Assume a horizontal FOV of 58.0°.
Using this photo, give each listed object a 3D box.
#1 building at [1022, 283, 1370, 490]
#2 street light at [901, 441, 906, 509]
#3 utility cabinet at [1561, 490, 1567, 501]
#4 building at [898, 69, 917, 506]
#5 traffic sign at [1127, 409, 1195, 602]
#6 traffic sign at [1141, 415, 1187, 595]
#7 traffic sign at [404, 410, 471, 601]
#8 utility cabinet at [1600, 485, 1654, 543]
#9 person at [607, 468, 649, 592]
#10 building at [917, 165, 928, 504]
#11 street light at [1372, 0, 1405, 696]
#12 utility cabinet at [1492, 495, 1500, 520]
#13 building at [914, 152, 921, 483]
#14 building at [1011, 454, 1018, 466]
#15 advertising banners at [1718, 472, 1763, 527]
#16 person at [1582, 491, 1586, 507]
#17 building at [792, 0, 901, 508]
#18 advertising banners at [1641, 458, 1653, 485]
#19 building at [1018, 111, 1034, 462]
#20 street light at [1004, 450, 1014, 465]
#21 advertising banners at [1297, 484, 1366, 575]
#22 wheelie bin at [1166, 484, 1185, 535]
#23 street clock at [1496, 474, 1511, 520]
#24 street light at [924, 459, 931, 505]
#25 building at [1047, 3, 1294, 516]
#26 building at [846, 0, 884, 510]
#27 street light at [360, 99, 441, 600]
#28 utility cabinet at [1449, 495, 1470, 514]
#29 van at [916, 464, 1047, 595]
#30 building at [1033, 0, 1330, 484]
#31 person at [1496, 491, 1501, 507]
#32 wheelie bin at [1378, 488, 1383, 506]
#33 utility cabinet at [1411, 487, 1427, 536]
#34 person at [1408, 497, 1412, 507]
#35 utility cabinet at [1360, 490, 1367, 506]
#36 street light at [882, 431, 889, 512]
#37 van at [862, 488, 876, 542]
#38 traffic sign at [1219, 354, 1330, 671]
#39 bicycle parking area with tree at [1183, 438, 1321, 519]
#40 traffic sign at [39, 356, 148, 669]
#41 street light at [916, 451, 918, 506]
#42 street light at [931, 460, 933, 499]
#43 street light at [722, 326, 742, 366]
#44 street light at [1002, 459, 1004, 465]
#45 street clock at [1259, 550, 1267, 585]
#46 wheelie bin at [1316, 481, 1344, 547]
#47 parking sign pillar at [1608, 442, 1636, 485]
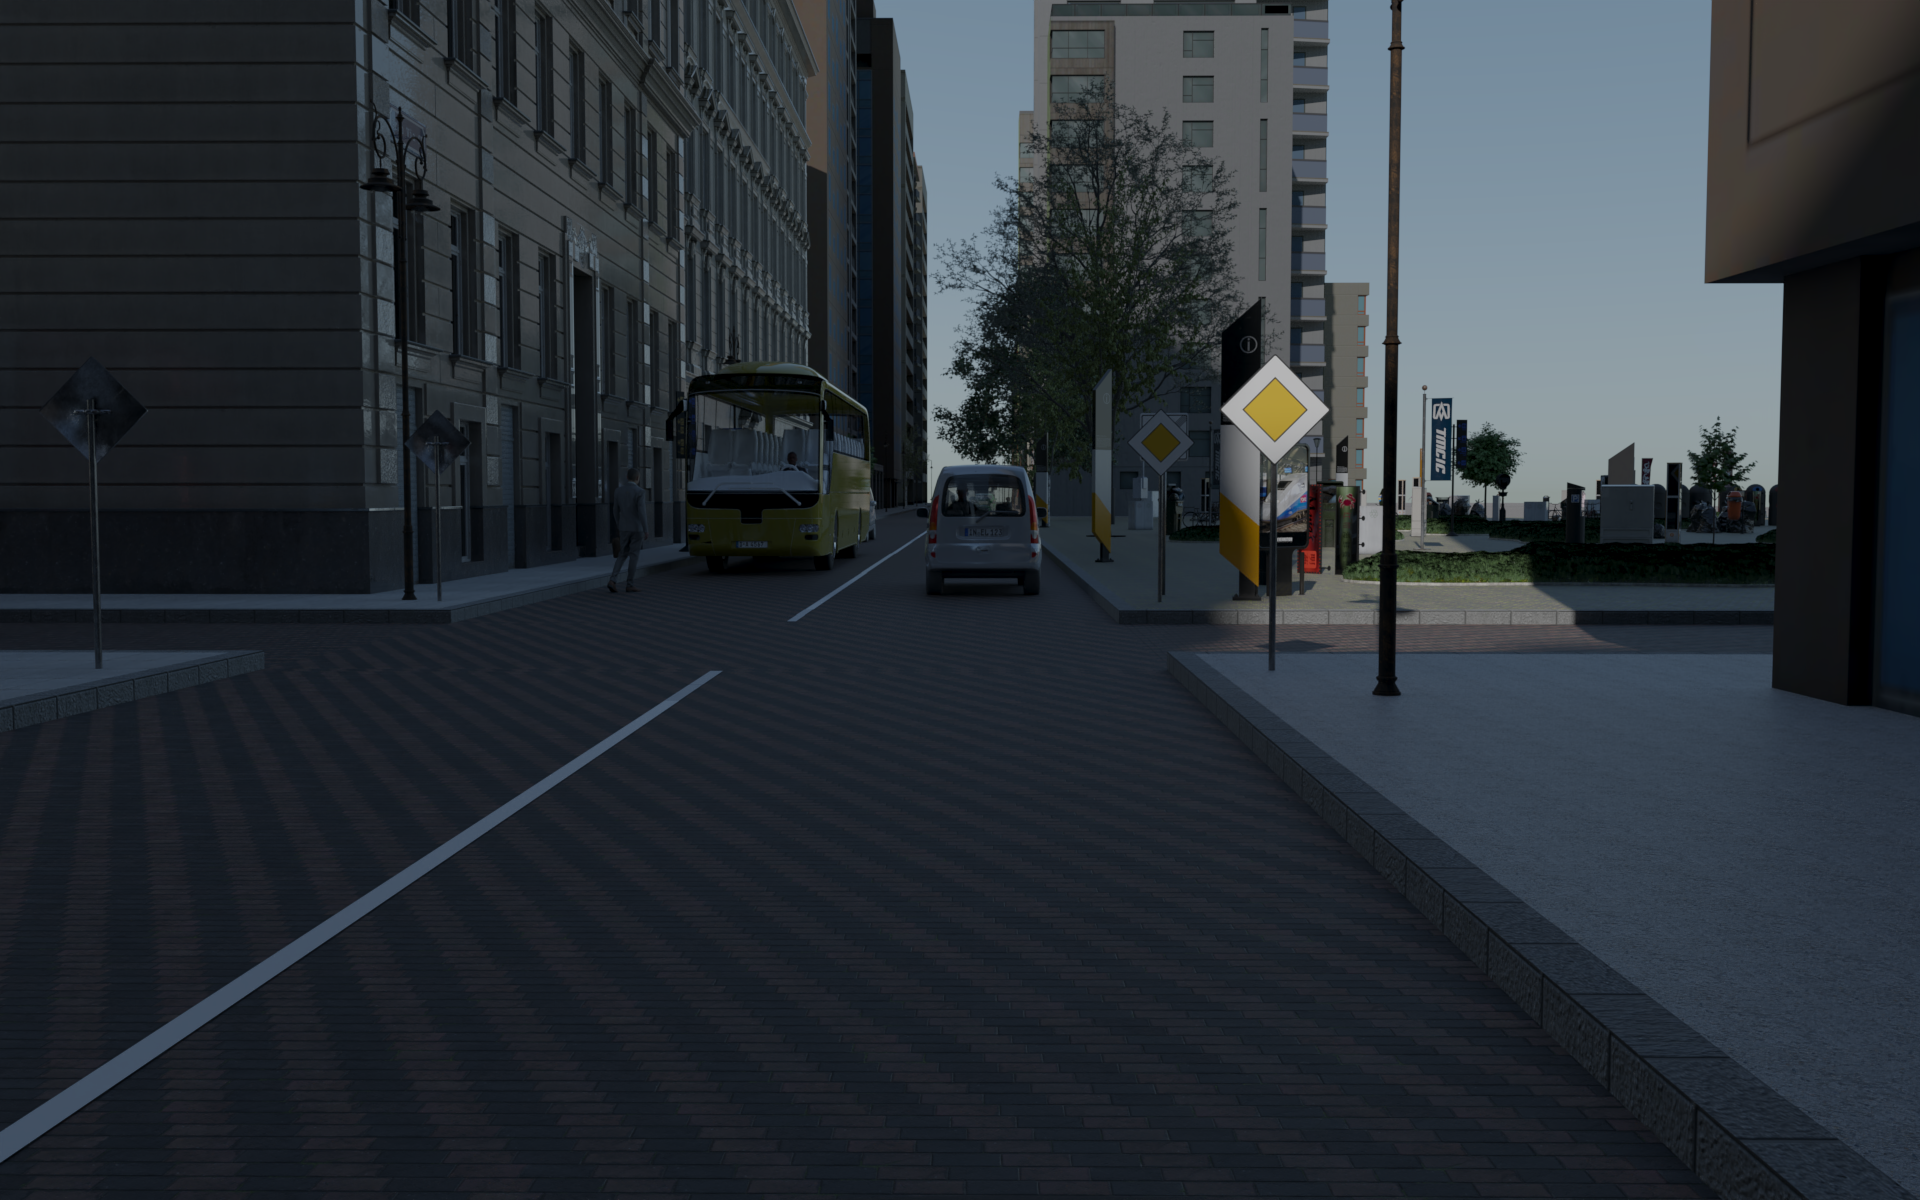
[{"bbox_3d":[19.765,-19.038,156.317,27.650,21.520,28.899,0,4,1],"label":"building"},{"bbox_3d":[-4.927,-10.940,151.652,0.468,5.910,1.993,0,4,1],"label":"street light"},{"bbox_3d":[33.521,-5.273,94.894,0.318,1.500,1.173,-2,4,-29],"label":"utility cabinet"},{"bbox_3d":[-16.153,-34.670,190.553,21.300,48.544,21.600,0,4,1],"label":"building"},{"bbox_3d":[2.371,-1.032,20.520,0.795,2.450,0.064,0,4,1],"label":"traffic sign"},{"bbox_3d":[2.582,-1.213,21.955,0.606,2.300,0.079,0,4,7],"label":"traffic sign"},{"bbox_3d":[-6.222,-1.040,20.653,0.795,2.450,0.064,0,4,1],"label":"traffic sign"},{"bbox_3d":[15.970,-2.005,41.464,1.173,1.500,0.318,2,4,24],"label":"utility cabinet"},{"bbox_3d":[-4.820,-1.023,25.348,0.709,1.813,0.853,1,4,22],"label":"person"},{"bbox_3d":[-15.554,-37.859,242.695,21.300,48.544,21.600,0,4,1],"label":"building"},{"bbox_3d":[2.728,-2.331,10.899,0.468,5.910,1.993,0,4,1],"label":"street light"},{"bbox_3d":[26.041,-4.460,84.089,0.306,1.237,1.020,1,4,21],"label":"utility cabinet"},{"bbox_3d":[-16.214,-34.381,216.752,22.147,44.769,28.867,0,4,1],"label":"building"},{"bbox_3d":[20.264,-22.316,209.912,27.650,21.520,28.899,0,4,1],"label":"building"},{"bbox_3d":[30.774,-4.400,68.123,2.074,3.025,0.090,-1,4,-20],"label":"advertising banners"},{"bbox_3d":[63.517,-10.235,176.505,0.621,1.740,0.551,0,4,-2],"label":"person"},{"bbox_3d":[-12.726,-31.276,161.469,14.600,45.320,14.200,0,4,1],"label":"building"},{"bbox_3d":[32.439,-5.365,83.913,2.074,3.025,0.090,1,4,19],"label":"advertising banners"},{"bbox_3d":[13.279,-30.847,187.947,14.154,41.232,14.086,0,4,1],"label":"building"},{"bbox_3d":[4.834,-12.173,171.816,0.468,5.910,1.993,0,4,1],"label":"street light"},{"bbox_3d":[5.653,-1.935,27.825,0.090,3.025,2.074,-3,4,-39],"label":"advertising banners"},{"bbox_3d":[6.631,-2.835,54.255,0.693,1.594,0.980,2,4,29],"label":"wheelie bin"},{"bbox_3d":[19.357,-3.498,61.764,0.471,2.002,0.358,-1,4,-11],"label":"street clock"},{"bbox_3d":[-4.097,-14.390,208.064,0.468,5.910,1.993,0,4,1],"label":"street light"},{"bbox_3d":[12.266,-20.461,106.233,14.160,30.474,14.107,0,4,1],"label":"building"},{"bbox_3d":[-16.895,-43.121,143.282,20.563,71.187,20.611,0,4,1],"label":"building"},{"bbox_3d":[-6.679,-2.938,20.830,0.468,5.910,1.993,0,4,1],"label":"street light"},{"bbox_3d":[25.832,-4.799,89.625,1.020,1.237,0.306,3,5,40],"label":"utility cabinet"},{"bbox_3d":[0.330,-1.163,26.023,2.013,2.044,4.112,0,3,0],"label":"van"},{"bbox_3d":[15.867,-35.746,126.452,21.231,58.520,28.212,0,4,1],"label":"building"},{"bbox_3d":[54.118,-10.081,174.037,1.217,1.735,0.721,3,5,40],"label":"person"},{"bbox_3d":[23.469,-5.337,95.161,0.980,1.594,0.693,-1,4,-21],"label":"wheelie bin"},{"bbox_3d":[13.837,-2.659,52.147,0.318,1.500,1.173,1,4,22],"label":"utility cabinet"},{"bbox_3d":[45.631,-9.952,174.441,0.991,1.433,0.599,0,4,-4],"label":"person"},{"bbox_3d":[21.854,-5.215,93.942,0.318,1.500,1.173,0,4,7],"label":"utility cabinet"},{"bbox_3d":[-5.298,-9.269,124.336,0.468,5.910,1.993,0,4,1],"label":"street light"},{"bbox_3d":[-3.521,-2.814,53.028,2.013,2.044,4.112,0,4,2],"label":"van"},{"bbox_3d":[2.266,-0.544,12.535,0.795,2.450,0.064,0,4,1],"label":"traffic sign"},{"bbox_3d":[15.710,-6.178,88.007,8.231,4.147,9.016,0,4,2],"label":"bicycle parking area with tree"},{"bbox_3d":[-6.328,-0.552,12.669,0.795,2.450,0.064,0,4,1],"label":"traffic sign"},{"bbox_3d":[-4.508,-12.716,180.695,0.468,5.910,1.993,0,4,1],"label":"street light"},{"bbox_3d":[-3.861,-16.069,235.520,0.468,5.910,1.993,0,4,1],"label":"street light"},{"bbox_3d":[-6.213,-4.587,47.784,0.468,5.910,1.993,0,4,1],"label":"street light"},{"bbox_3d":[5.149,-13.918,200.349,0.468,5.910,1.993,0,4,1],"label":"street light"},{"bbox_3d":[4.322,-1.213,24.407,0.358,2.002,0.471,-1,4,-18],"label":"street clock"},{"bbox_3d":[8.942,-2.071,41.773,0.980,1.594,0.693,1,4,12],"label":"wheelie bin"},{"bbox_3d":[34.638,-6.251,90.684,1.447,3.967,1.447,3,4,37],"label":"parking sign pillar"}]
